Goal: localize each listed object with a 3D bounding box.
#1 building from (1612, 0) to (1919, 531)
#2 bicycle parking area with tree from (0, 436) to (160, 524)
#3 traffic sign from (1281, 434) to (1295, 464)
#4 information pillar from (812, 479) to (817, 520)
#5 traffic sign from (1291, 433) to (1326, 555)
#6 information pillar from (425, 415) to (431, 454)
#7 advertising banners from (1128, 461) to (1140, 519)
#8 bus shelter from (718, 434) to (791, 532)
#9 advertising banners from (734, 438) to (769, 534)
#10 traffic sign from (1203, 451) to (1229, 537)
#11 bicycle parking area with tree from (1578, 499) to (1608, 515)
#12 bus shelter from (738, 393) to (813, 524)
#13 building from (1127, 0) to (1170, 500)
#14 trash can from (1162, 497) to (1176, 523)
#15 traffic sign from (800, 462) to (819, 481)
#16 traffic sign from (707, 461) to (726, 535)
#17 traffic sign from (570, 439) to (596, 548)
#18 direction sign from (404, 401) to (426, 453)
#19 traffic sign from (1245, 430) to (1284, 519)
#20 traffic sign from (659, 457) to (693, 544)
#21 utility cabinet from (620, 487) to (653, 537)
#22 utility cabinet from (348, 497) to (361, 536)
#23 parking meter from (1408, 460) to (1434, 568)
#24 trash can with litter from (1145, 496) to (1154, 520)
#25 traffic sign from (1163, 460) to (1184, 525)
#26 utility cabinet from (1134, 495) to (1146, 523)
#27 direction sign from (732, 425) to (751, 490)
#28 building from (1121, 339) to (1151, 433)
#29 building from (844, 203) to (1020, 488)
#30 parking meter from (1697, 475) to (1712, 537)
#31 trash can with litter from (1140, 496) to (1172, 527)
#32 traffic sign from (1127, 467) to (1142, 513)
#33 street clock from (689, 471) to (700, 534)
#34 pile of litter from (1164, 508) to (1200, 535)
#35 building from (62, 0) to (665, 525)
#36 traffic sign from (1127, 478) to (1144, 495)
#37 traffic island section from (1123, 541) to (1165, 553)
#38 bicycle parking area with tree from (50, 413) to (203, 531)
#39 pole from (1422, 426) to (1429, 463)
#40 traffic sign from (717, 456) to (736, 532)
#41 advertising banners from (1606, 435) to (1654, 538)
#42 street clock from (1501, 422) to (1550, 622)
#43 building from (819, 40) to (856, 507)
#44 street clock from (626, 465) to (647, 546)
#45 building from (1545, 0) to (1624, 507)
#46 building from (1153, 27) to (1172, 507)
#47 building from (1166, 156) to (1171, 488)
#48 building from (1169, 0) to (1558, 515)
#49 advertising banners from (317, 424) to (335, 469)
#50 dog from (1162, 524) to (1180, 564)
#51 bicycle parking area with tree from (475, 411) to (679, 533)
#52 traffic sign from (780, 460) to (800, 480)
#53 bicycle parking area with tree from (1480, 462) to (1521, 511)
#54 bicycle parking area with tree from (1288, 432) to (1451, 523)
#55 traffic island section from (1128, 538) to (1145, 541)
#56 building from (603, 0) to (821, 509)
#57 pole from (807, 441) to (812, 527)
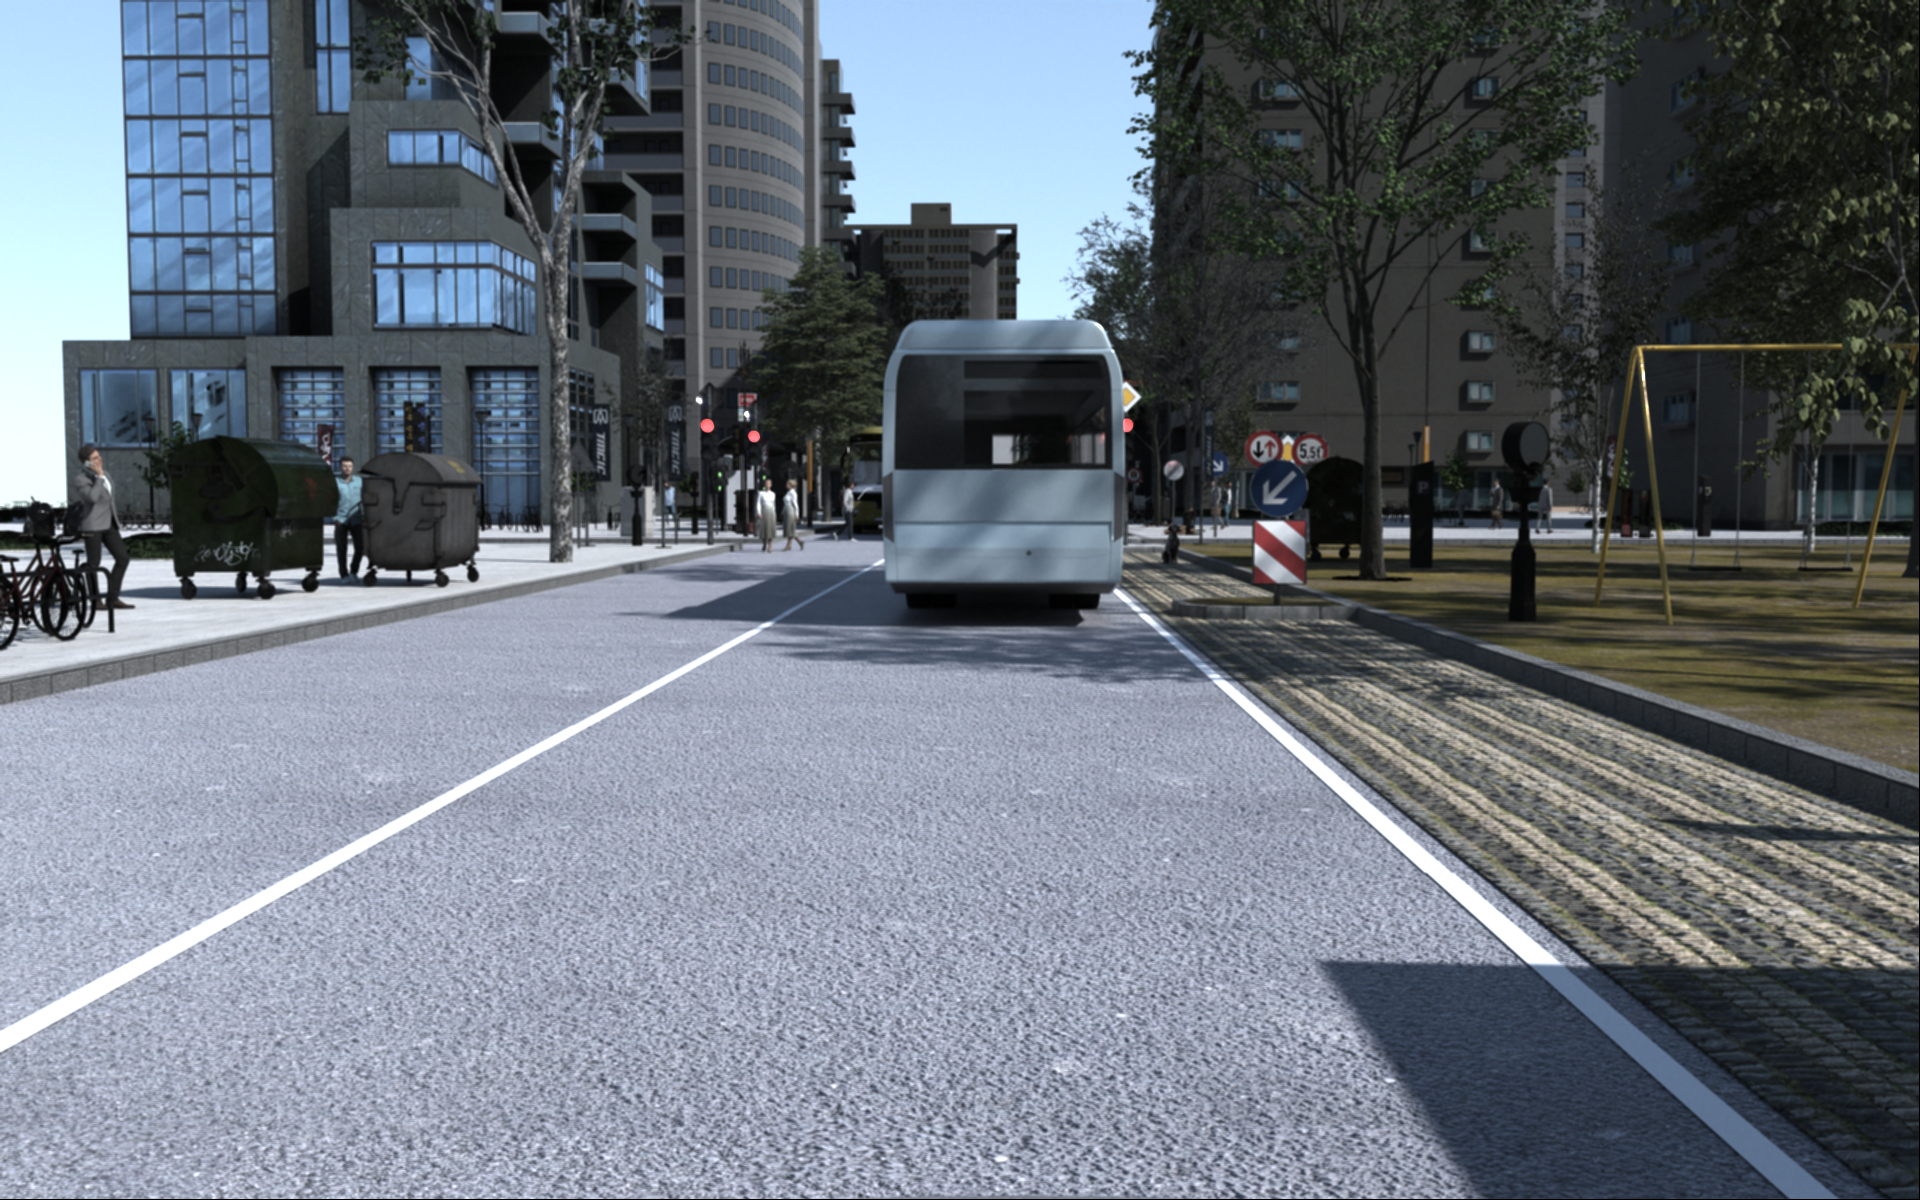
[{"bbox_3d":[38.412,-27.194,68.330,21.600,48.544,21.300,0,4,2],"label":"building"},{"bbox_3d":[-47.247,-6.137,87.337,8.231,4.147,9.016,1,4,20],"label":"bicycle parking area with tree"},{"bbox_3d":[7.238,-2.352,38.193,0.795,2.593,0.064,1,4,9],"label":"traffic sign"},{"bbox_3d":[-7.140,-4.894,84.511,0.304,2.012,0.304,1,4,10],"label":"information pillar"},{"bbox_3d":[7.326,-2.214,36.307,0.768,2.556,0.104,1,4,10],"label":"traffic sign"},{"bbox_3d":[-15.862,-3.668,51.331,0.504,3.616,0.183,2,4,29],"label":"information pillar"},{"bbox_3d":[8.838,-5.738,89.999,0.090,3.025,2.074,3,4,36],"label":"advertising banners"},{"bbox_3d":[-7.336,-4.133,61.490,2.014,3.302,5.546,0,4,2],"label":"bus shelter"},{"bbox_3d":[-6.637,-3.610,55.212,0.090,3.025,2.074,-3,4,-39],"label":"advertising banners"},{"bbox_3d":[7.579,-3.134,51.339,0.768,2.556,0.104,1,4,11],"label":"traffic sign"},{"bbox_3d":[42.177,-7.164,104.135,9.016,4.147,8.231,1,4,16],"label":"bicycle parking area with tree"},{"bbox_3d":[-7.650,-5.735,71.405,2.179,5.291,8.768,0,4,2],"label":"bus shelter"},{"bbox_3d":[28.250,-52.825,176.362,22.319,86.520,31.000,0,4,2],"label":"building"},{"bbox_3d":[9.270,-4.012,77.250,0.748,1.137,0.748,0,3,0],"label":"trash can"},{"bbox_3d":[-5.906,-4.134,67.695,0.768,2.556,0.104,0,4,7],"label":"traffic sign"},{"bbox_3d":[-7.638,-3.195,54.373,0.606,2.300,0.079,0,4,7],"label":"traffic sign"},{"bbox_3d":[-9.008,-2.499,40.868,0.884,2.594,0.081,0,4,8],"label":"traffic sign"},{"bbox_3d":[-13.396,-3.097,42.626,0.379,3.537,0.876,1,4,15],"label":"direction sign"},{"bbox_3d":[6.021,-2.094,34.351,0.768,2.556,0.104,0,4,6],"label":"traffic sign"},{"bbox_3d":[-7.286,-2.716,44.416,0.884,2.594,0.081,1,4,9],"label":"traffic sign"},{"bbox_3d":[-9.586,-2.605,51.273,1.173,1.500,0.318,3,5,41],"label":"utility cabinet"},{"bbox_3d":[-18.786,-2.594,53.581,0.306,1.237,1.020,-2,4,-33],"label":"utility cabinet"},{"bbox_3d":[8.033,-1.497,30.195,0.399,1.863,0.255,0,4,7],"label":"parking meter"},{"bbox_3d":[8.922,-4.469,84.455,1.055,1.170,0.624,-1,4,-9],"label":"trash can with litter"},{"bbox_3d":[8.027,-3.978,65.139,0.768,2.556,0.104,1,4,8],"label":"traffic sign"},{"bbox_3d":[7.982,-4.023,76.935,0.306,1.237,1.020,1,4,20],"label":"utility cabinet"},{"bbox_3d":[-7.143,-3.961,56.759,0.876,3.537,0.379,3,5,40],"label":"direction sign"},{"bbox_3d":[22.434,-23.624,231.293,28.899,21.520,27.650,0,4,2],"label":"building"},{"bbox_3d":[-3.934,-33.157,233.991,23.993,40.220,32.217,0,4,2],"label":"building"},{"bbox_3d":[22.387,-2.835,52.058,0.255,1.863,0.399,0,4,-5],"label":"parking meter"},{"bbox_3d":[7.761,-3.496,68.223,2.233,1.210,1.678,-3,5,-43],"label":"trash can with litter"},{"bbox_3d":[8.193,-4.991,81.703,0.768,2.556,0.104,0,4,4],"label":"traffic sign"},{"bbox_3d":[-8.441,-3.091,55.108,0.358,2.002,0.471,0,4,-1],"label":"street clock"},{"bbox_3d":[7.028,-2.499,54.824,1.176,0.858,1.719,0,4,7],"label":"pile of litter"},{"bbox_3d":[-26.882,-47.169,83.886,22.319,86.520,31.000,0,4,2],"label":"building"},{"bbox_3d":[8.404,-5.088,83.196,0.884,2.594,0.081,0,4,4],"label":"traffic sign"},{"bbox_3d":[4.143,-1.283,43.265,2.009,0.180,2.903,0,4,2],"label":"traffic island section"},{"bbox_3d":[-28.728,-4.690,63.677,9.016,4.147,8.231,-2,4,-29],"label":"bicycle parking area with tree"},{"bbox_3d":[13.999,-3.564,52.118,0.158,3.312,0.155,0,3,0],"label":"pole"},{"bbox_3d":[-7.889,-3.559,58.290,0.768,2.556,0.104,0,4,8],"label":"traffic sign"},{"bbox_3d":[19.764,-3.365,51.213,0.090,3.025,2.074,-1,4,-19],"label":"advertising banners"},{"bbox_3d":[5.674,-0.786,17.415,0.471,2.002,0.358,-2,4,-33],"label":"street clock"},{"bbox_3d":[-26.505,-34.397,181.996,30.456,49.044,23.786,0,4,2],"label":"building"},{"bbox_3d":[-8.025,-2.350,43.000,0.471,2.002,0.358,-3,5,-43],"label":"street clock"},{"bbox_3d":[69.311,-39.067,180.750,28.212,58.520,21.231,0,4,2],"label":"building"},{"bbox_3d":[24.332,-28.853,155.339,14.154,41.232,14.086,0,4,2],"label":"building"},{"bbox_3d":[23.779,-22.623,141.594,14.160,30.474,14.107,0,4,2],"label":"building"},{"bbox_3d":[25.613,-30.006,114.306,21.300,48.544,21.600,0,4,2],"label":"building"},{"bbox_3d":[-16.297,-2.854,42.849,0.090,3.025,2.074,2,4,33],"label":"advertising banners"},{"bbox_3d":[4.424,-1.153,35.693,0.513,0.831,0.800,2,4,29],"label":"dog"},{"bbox_3d":[-14.275,-4.544,61.300,8.231,4.147,9.016,-1,4,-13],"label":"bicycle parking area with tree"},{"bbox_3d":[-6.423,-3.986,65.271,0.768,2.556,0.104,0,4,4],"label":"traffic sign"},{"bbox_3d":[28.585,-6.871,99.341,8.231,4.147,9.016,2,4,35],"label":"bicycle parking area with tree"},{"bbox_3d":[18.471,-5.690,80.028,8.231,4.147,9.016,1,4,16],"label":"bicycle parking area with tree"},{"bbox_3d":[4.353,-1.772,51.247,2.009,0.180,2.903,0,4,2],"label":"traffic island section"},{"bbox_3d":[-23.348,-36.600,140.414,21.231,58.520,28.212,0,4,2],"label":"building"},{"bbox_3d":[-5.785,-4.448,66.569,0.158,3.312,0.155,0,3,0],"label":"pole"}]
